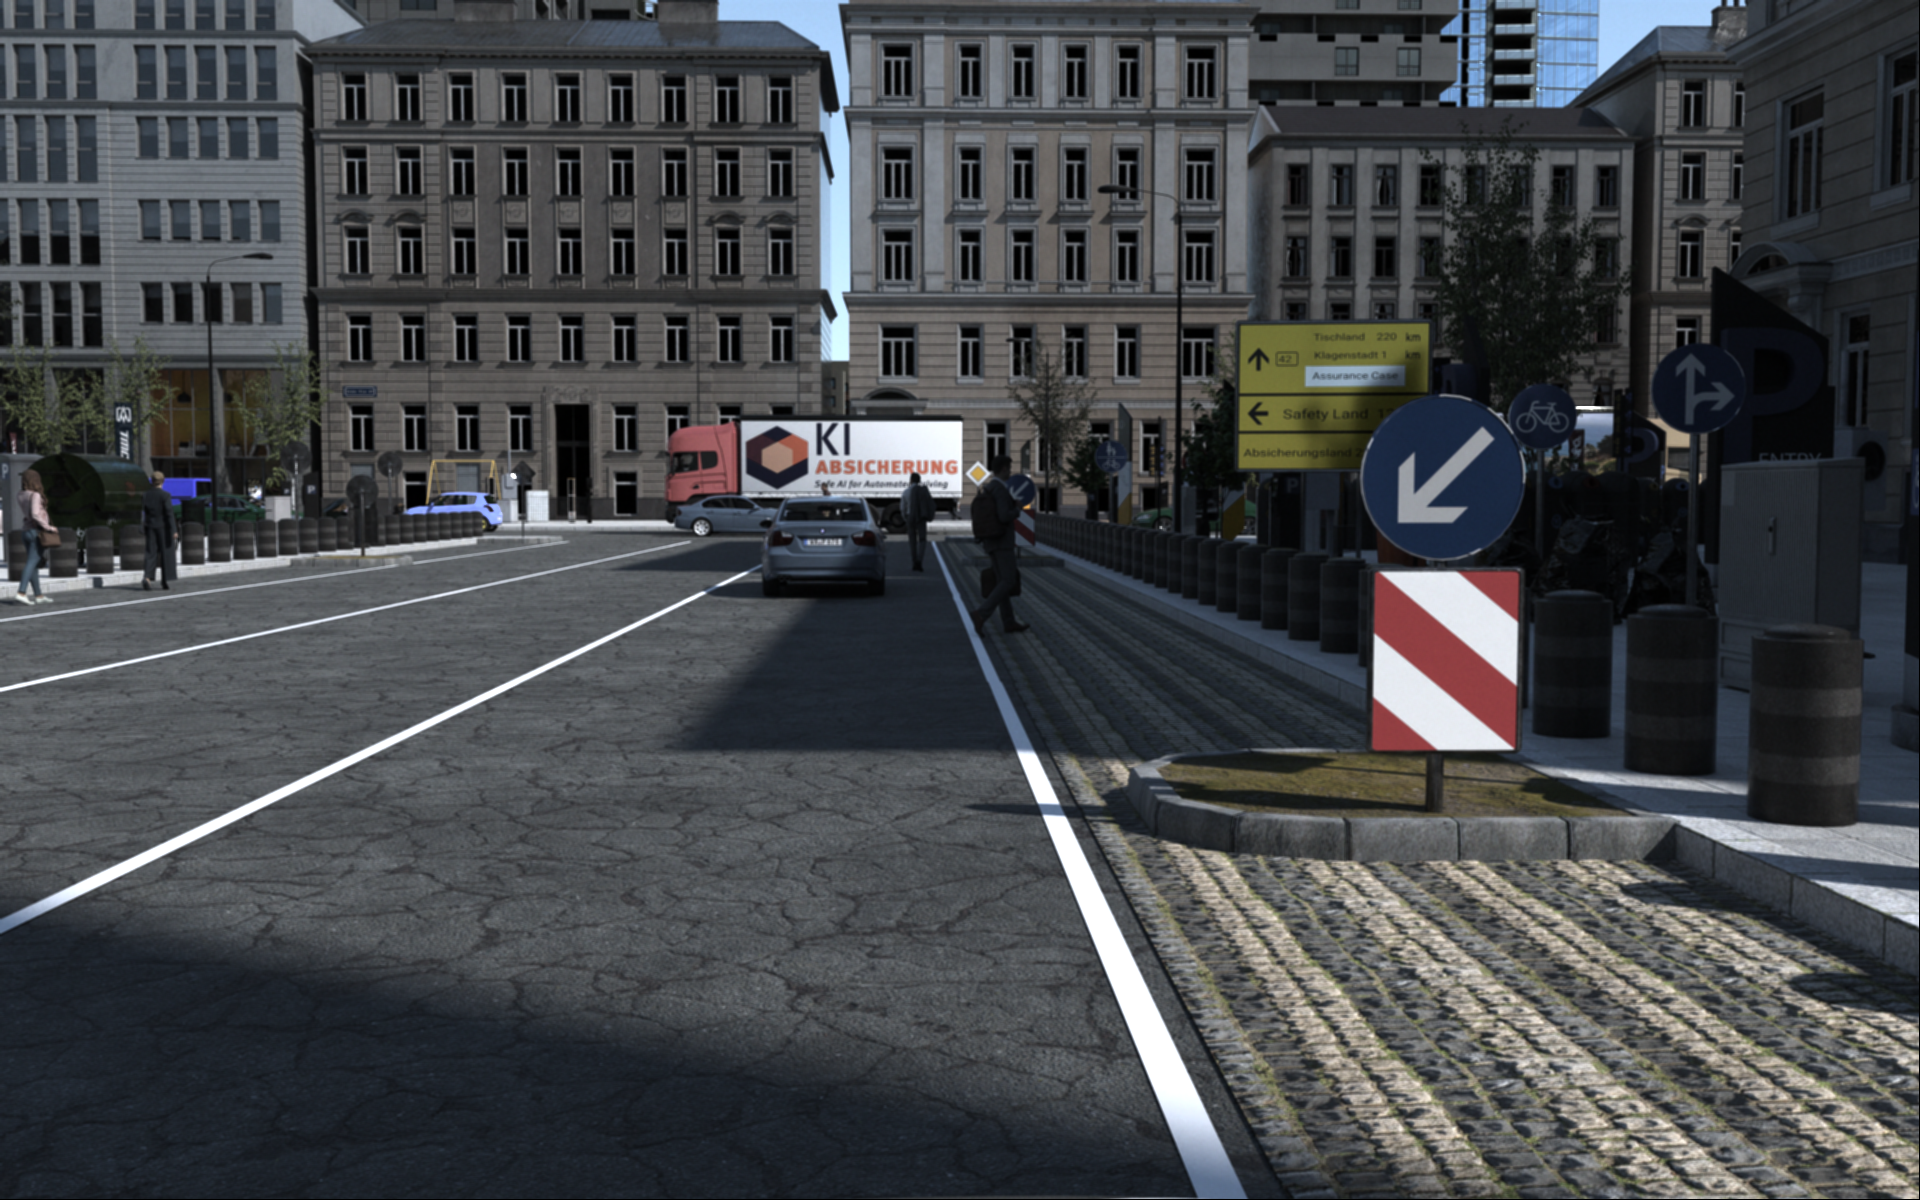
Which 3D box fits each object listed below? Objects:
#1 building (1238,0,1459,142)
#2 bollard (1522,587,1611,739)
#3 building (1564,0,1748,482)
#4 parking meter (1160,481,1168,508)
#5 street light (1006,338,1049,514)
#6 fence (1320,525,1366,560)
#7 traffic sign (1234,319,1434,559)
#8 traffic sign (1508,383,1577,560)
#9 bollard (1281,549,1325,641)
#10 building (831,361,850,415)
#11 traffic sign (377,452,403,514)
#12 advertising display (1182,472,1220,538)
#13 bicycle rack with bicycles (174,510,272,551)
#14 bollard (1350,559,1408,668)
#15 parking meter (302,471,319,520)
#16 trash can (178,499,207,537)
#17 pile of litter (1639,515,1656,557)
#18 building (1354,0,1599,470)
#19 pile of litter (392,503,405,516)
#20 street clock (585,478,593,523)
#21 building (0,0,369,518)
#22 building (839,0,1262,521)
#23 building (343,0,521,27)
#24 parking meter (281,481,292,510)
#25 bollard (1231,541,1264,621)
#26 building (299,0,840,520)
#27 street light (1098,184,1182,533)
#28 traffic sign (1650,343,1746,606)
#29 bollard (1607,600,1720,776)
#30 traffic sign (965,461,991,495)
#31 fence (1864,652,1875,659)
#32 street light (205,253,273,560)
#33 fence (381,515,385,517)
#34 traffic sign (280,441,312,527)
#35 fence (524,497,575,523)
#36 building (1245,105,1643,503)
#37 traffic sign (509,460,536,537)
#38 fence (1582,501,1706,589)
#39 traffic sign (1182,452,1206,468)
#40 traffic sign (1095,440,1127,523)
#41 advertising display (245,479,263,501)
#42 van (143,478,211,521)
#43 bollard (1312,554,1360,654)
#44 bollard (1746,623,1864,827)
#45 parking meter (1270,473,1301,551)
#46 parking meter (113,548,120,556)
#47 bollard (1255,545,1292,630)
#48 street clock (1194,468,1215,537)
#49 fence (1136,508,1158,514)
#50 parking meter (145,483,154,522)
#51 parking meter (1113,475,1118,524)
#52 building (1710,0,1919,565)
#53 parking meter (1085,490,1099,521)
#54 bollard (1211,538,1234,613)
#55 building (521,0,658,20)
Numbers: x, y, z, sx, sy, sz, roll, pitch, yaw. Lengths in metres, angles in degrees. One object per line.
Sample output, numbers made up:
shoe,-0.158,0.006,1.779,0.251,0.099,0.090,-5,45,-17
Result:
building,27.563,-34.569,154.436,28.713,52.752,27.495,0,4,-2
bollard,3.272,0.334,9.254,0.404,0.777,0.398,0,3,0
building,45.711,-17.931,90.432,25.104,27.353,12.463,0,4,-2
parking meter,9.048,-4.362,77.025,0.399,1.863,0.255,0,4,-4
street light,2.064,-4.838,51.643,1.470,5.913,1.316,0,4,-2
fence,7.195,-1.070,32.863,0.278,0.683,2.069,2,4,34
traffic sign,4.357,-1.616,20.293,2.265,3.308,0.079,0,4,6
traffic sign,6.699,-1.217,20.000,0.768,2.556,0.104,0,4,7
bollard,3.102,-0.035,15.289,0.404,0.777,0.398,0,3,0
building,-11.120,-25.179,256.717,28.899,21.520,27.650,0,4,-2
traffic sign,-17.200,-3.190,52.267,0.768,2.556,0.104,0,4,2
advertising display,6.252,-2.432,44.980,0.974,1.923,0.123,1,4,19
bicycle rack with bicycles,-16.949,-1.581,39.226,2.852,0.926,2.925,-1,4,-22
bollard,3.172,0.112,12.886,0.404,0.777,0.398,0,3,0
parking meter,-16.595,-2.358,44.260,0.399,1.863,0.255,-2,4,-26
trash can,-21.712,-2.288,49.057,0.748,1.137,0.748,0,3,0
pile of litter,13.943,-1.335,35.794,1.719,0.858,1.176,1,4,16
building,53.669,-53.370,185.277,31.000,86.520,22.319,0,4,-2
pile of litter,-26.737,-4.162,82.018,1.176,0.858,1.719,-3,5,-44
street clock,-16.328,-4.386,76.279,0.358,2.002,0.471,-1,4,-13
building,-46.385,-18.954,87.386,29.804,29.767,11.434,0,4,-2
building,4.127,-18.563,89.416,20.117,28.700,13.634,0,4,-2
building,-42.145,-43.396,147.784,20.563,71.187,20.611,0,4,-2
parking meter,-29.758,-4.330,76.509,0.399,1.863,0.255,-2,4,-27
bollard,3.036,-0.182,17.698,0.404,0.777,0.398,0,3,0
building,-18.963,-17.844,89.012,25.104,27.353,12.463,0,4,-2
street light,2.766,-3.280,26.161,1.470,5.913,1.316,0,4,-2
traffic sign,6.234,-0.893,14.715,0.768,2.556,0.104,0,4,8
bollard,3.306,0.408,8.053,0.404,0.777,0.398,0,3,0
traffic sign,0.538,-2.936,51.650,0.795,2.450,0.064,0,4,-2
fence,6.313,-0.100,12.840,0.480,1.192,2.264,3,4,38
street light,-13.914,-3.726,33.463,1.470,5.913,1.316,0,4,-2
fence,-16.260,-2.138,50.325,2.069,0.683,0.278,-3,4,-37
traffic sign,-16.057,-2.556,41.898,0.768,2.556,0.104,0,3,0
fence,-18.302,-4.027,77.042,2.264,1.192,0.480,0,4,1
building,23.730,-14.654,88.743,18.267,20.994,9.793,0,4,-2
traffic sign,-12.952,-2.915,51.299,0.795,2.450,0.064,0,4,-2
fence,8.939,-0.663,22.051,2.264,1.192,0.480,0,4,-4
traffic sign,6.422,-2.885,47.274,0.768,2.556,0.104,0,4,0
traffic sign,3.581,-2.506,41.074,0.768,2.556,0.104,0,4,7
advertising display,-30.224,-4.218,74.172,0.123,1.923,0.974,1,4,14
van,-31.542,-3.803,66.556,5.245,2.365,2.240,0,4,-1
bollard,3.135,0.039,14.087,0.404,0.777,0.398,0,3,0
bollard,3.336,0.482,6.841,0.404,0.777,0.398,0,3,0
parking meter,4.333,-1.054,22.939,0.399,1.863,0.255,-1,4,-13
parking meter,-17.482,-1.685,35.968,0.372,1.533,0.369,0,3,0
bollard,3.074,-0.109,16.494,0.404,0.777,0.398,0,3,0
street clock,4.406,-1.625,31.141,0.471,2.002,0.358,1,4,14
fence,7.784,-3.626,74.660,2.069,0.683,0.278,0,4,0
parking meter,-18.687,-1.940,40.129,0.372,1.533,0.369,0,3,0
parking meter,4.527,-2.652,49.069,0.399,1.863,0.255,3,5,39
building,23.375,-14.792,27.756,13.634,28.700,20.117,0,4,-2
parking meter,3.773,-2.516,49.544,0.372,1.533,0.369,0,3,0
bollard,3.004,-0.256,18.908,0.404,0.777,0.398,0,3,0
building,-49.956,-49.671,250.372,20.611,71.187,20.563,0,4,-2
